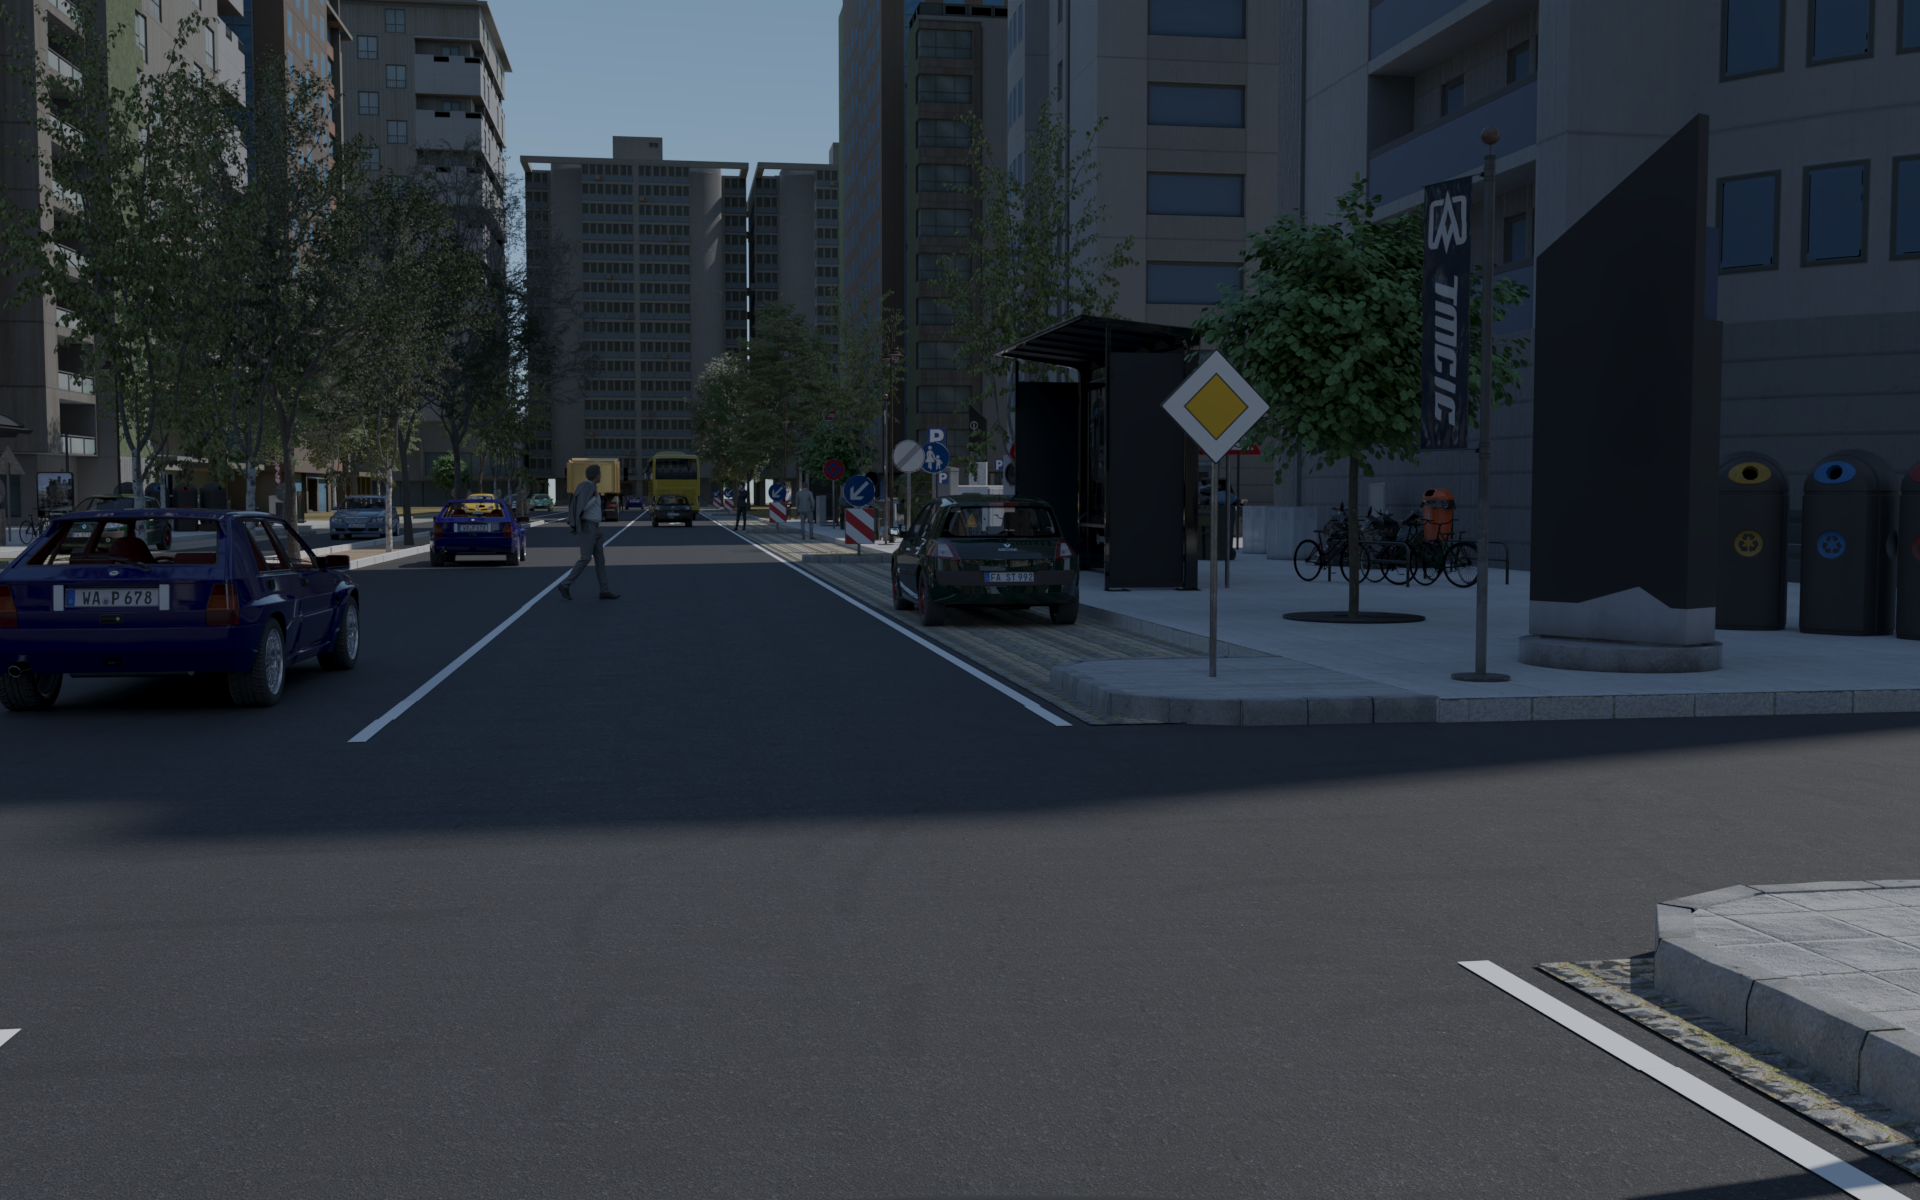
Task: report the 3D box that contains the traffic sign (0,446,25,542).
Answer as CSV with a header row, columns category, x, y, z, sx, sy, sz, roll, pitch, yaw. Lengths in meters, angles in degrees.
category,x,y,z,sx,sy,sz,roll,pitch,yaw
traffic sign,-25.595,-2.849,46.589,0.884,2.594,0.081,0,4,-4

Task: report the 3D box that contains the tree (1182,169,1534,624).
category,x,y,z,sx,sy,sz,roll,pitch,yaw
tree,4.025,-2.082,17.760,4.285,4.588,4.351,0,3,0

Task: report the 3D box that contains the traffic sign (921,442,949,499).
category,x,y,z,sx,sy,sz,roll,pitch,yaw
traffic sign,-0.643,-2.582,42.322,0.768,2.556,0.104,0,4,-6

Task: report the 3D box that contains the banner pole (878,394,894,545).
category,x,y,z,sx,sy,sz,roll,pitch,yaw
banner pole,-1.859,-3.250,43.149,0.401,3.779,0.863,0,4,0

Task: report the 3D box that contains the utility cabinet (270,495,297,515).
category,x,y,z,sx,sy,sz,roll,pitch,yaw
utility cabinet,-30.359,-4.086,77.974,1.020,1.237,0.306,0,4,3

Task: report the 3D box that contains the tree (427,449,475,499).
category,x,y,z,sx,sy,sz,roll,pitch,yaw
tree,-37.033,-8.685,125.711,4.285,4.588,4.351,0,3,0

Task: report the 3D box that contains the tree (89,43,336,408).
category,x,y,z,sx,sy,sz,roll,pitch,yaw
tree,-13.405,-5.990,34.807,8.767,10.594,7.601,-1,4,-10

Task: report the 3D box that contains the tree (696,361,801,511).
category,x,y,z,sx,sy,sz,roll,pitch,yaw
tree,-15.922,-12.576,131.365,9.928,11.665,9.643,0,3,0

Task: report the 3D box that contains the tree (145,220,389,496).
category,x,y,z,sx,sy,sz,roll,pitch,yaw
tree,-28.834,-9.265,69.612,7.486,12.596,7.792,0,3,0

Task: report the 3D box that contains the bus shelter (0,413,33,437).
category,x,y,z,sx,sy,sz,roll,pitch,yaw
bus shelter,-23.449,-2.820,40.024,2.014,3.302,5.546,-1,4,-10

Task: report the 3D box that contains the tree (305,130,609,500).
category,x,y,z,sx,sy,sz,roll,pitch,yaw
tree,-16.947,-8.889,58.155,12.009,13.543,11.850,0,3,0

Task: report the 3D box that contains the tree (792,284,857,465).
category,x,y,z,sx,sy,sz,roll,pitch,yaw
tree,-3.524,-6.682,59.614,4.737,8.622,4.395,0,3,0

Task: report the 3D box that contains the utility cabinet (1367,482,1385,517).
category,x,y,z,sx,sy,sz,roll,pitch,yaw
utility cabinet,7.994,-1.507,33.311,0.318,1.500,1.173,1,4,13

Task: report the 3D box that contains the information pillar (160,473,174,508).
category,x,y,z,sx,sy,sz,roll,pitch,yaw
information pillar,-27.804,-3.442,60.768,0.304,2.012,0.304,1,4,20

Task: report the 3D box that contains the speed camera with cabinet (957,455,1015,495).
category,x,y,z,sx,sy,sz,roll,pitch,yaw
speed camera with cabinet,0.863,-2.737,39.082,2.038,3.252,0.660,3,5,41

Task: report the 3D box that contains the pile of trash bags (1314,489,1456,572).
category,x,y,z,sx,sy,sz,roll,pitch,yaw
pile of trash bags,7.569,-1.233,29.909,1.912,1.369,3.447,-1,4,-13

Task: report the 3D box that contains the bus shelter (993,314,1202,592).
category,x,y,z,sx,sy,sz,roll,pitch,yaw
bus shelter,1.906,-2.114,25.849,1.731,3.624,6.357,-1,4,-10

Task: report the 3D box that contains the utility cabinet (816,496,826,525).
category,x,y,z,sx,sy,sz,roll,pitch,yaw
utility cabinet,-5.871,-3.791,73.146,0.306,1.237,1.020,-1,4,-13

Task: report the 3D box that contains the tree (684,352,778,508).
category,x,y,z,sx,sy,sz,roll,pitch,yaw
tree,-20.043,-15.163,154.567,9.857,13.997,8.962,0,3,0

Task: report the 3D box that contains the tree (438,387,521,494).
category,x,y,z,sx,sy,sz,roll,pitch,yaw
tree,-42.415,-13.912,153.223,9.928,11.665,9.643,0,3,0

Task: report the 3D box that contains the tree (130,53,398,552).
category,x,y,z,sx,sy,sz,roll,pitch,yaw
tree,-11.906,-4.657,28.964,4.360,8.622,3.978,0,3,0

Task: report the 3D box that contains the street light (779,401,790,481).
category,x,y,z,sx,sy,sz,roll,pitch,yaw
street light,-8.705,-6.933,86.135,0.468,5.910,1.993,-1,4,-10

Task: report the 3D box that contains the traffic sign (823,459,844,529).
category,x,y,z,sx,sy,sz,roll,pitch,yaw
traffic sign,-4.652,-3.897,63.826,0.768,2.556,0.104,0,4,-2

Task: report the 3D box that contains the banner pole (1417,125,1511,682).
category,x,y,z,sx,sy,sz,roll,pitch,yaw
banner pole,3.495,-1.349,12.080,0.401,3.779,0.863,-2,4,-28

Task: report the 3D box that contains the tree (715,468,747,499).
category,x,y,z,sx,sy,sz,roll,pitch,yaw
tree,-21.483,-10.988,163.363,4.285,4.588,4.351,0,3,0

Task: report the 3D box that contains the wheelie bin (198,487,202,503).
category,x,y,z,sx,sy,sz,roll,pitch,yaw
wheelie bin,-33.529,-4.241,77.246,0.980,1.594,0.693,-2,4,-29

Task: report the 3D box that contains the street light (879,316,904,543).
category,x,y,z,sx,sy,sz,roll,pitch,yaw
street light,-1.791,-4.428,45.180,0.468,5.910,1.993,-1,4,-10

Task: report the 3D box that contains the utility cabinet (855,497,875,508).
category,x,y,z,sx,sy,sz,roll,pitch,yaw
utility cabinet,-4.689,-4.663,84.911,0.318,1.500,1.173,-3,5,-44

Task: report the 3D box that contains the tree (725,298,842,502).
category,x,y,z,sx,sy,sz,roll,pitch,yaw
tree,-10.154,-11.187,101.041,7.486,12.596,7.792,0,3,0

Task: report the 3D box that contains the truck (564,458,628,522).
category,x,y,z,sx,sy,sz,roll,pitch,yaw
truck,-19.478,-5.905,92.469,3.469,3.379,9.791,-1,4,-11

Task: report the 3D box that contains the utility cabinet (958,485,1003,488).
category,x,y,z,sx,sy,sz,roll,pitch,yaw
utility cabinet,0.535,-2.172,44.195,1.173,1.500,0.318,0,4,1

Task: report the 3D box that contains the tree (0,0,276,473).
category,x,y,z,sx,sy,sz,roll,pitch,yaw
tree,-11.325,-4.334,23.687,4.737,8.622,4.395,0,3,0

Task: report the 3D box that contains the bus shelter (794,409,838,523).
category,x,y,z,sx,sy,sz,roll,pitch,yaw
bus shelter,-6.422,-6.236,79.584,2.179,5.291,8.768,-1,4,-10

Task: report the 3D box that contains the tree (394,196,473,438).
category,x,y,z,sx,sy,sz,roll,pitch,yaw
tree,-13.996,-5.472,42.279,4.360,8.622,3.978,0,3,0

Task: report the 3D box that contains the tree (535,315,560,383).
category,x,y,z,sx,sy,sz,roll,pitch,yaw
tree,-15.343,-6.806,48.147,8.767,10.594,7.601,-1,4,-10

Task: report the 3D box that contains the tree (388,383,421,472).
category,x,y,z,sx,sy,sz,roll,pitch,yaw
tree,-33.081,-10.697,93.020,7.486,12.596,7.792,0,3,0

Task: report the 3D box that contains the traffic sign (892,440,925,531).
category,x,y,z,sx,sy,sz,roll,pitch,yaw
traffic sign,-1.215,-2.498,40.953,0.768,2.556,0.104,0,4,-1

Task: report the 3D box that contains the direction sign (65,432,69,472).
category,x,y,z,sx,sy,sz,roll,pitch,yaw
direction sign,-32.567,-4.356,63.210,0.379,3.537,0.876,-2,4,-31

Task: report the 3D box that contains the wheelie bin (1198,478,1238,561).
category,x,y,z,sx,sy,sz,roll,pitch,yaw
wheelie bin,4.954,-1.569,33.563,0.980,1.594,0.693,3,5,43

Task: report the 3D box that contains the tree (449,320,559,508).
category,x,y,z,sx,sy,sz,roll,pitch,yaw
tree,-18.856,-7.323,72.544,4.737,8.622,4.395,0,3,0

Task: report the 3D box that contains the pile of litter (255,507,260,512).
category,x,y,z,sx,sy,sz,roll,pitch,yaw
pile of litter,-27.415,-3.301,67.940,1.176,0.858,1.719,1,4,10

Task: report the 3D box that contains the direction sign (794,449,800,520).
category,x,y,z,sx,sy,sz,roll,pitch,yaw
direction sign,-8.159,-5.797,86.781,0.379,3.537,0.876,-1,4,-15

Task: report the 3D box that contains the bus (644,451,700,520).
category,x,y,z,sx,sy,sz,roll,pitch,yaw
bus,-16.527,-6.598,99.431,2.896,3.916,12.252,-1,4,-12

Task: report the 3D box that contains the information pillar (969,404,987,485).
category,x,y,z,sx,sy,sz,roll,pitch,yaw
information pillar,0.454,-3.274,44.886,0.504,3.616,0.183,1,4,18

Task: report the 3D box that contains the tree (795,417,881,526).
category,x,y,z,sx,sy,sz,roll,pitch,yaw
tree,-4.861,-5.235,69.311,4.285,4.588,4.351,0,3,0

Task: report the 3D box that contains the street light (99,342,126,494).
category,x,y,z,sx,sy,sz,roll,pitch,yaw
street light,-24.095,-4.696,49.571,0.468,5.910,1.993,-1,4,-10

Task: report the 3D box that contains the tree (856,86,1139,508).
category,x,y,z,sx,sy,sz,roll,pitch,yaw
tree,1.203,-5.009,32.257,4.737,8.622,4.395,0,3,0

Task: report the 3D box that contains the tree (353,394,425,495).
category,x,y,z,sx,sy,sz,roll,pitch,yaw
tree,-33.672,-9.204,100.851,4.737,8.622,4.395,0,3,0
